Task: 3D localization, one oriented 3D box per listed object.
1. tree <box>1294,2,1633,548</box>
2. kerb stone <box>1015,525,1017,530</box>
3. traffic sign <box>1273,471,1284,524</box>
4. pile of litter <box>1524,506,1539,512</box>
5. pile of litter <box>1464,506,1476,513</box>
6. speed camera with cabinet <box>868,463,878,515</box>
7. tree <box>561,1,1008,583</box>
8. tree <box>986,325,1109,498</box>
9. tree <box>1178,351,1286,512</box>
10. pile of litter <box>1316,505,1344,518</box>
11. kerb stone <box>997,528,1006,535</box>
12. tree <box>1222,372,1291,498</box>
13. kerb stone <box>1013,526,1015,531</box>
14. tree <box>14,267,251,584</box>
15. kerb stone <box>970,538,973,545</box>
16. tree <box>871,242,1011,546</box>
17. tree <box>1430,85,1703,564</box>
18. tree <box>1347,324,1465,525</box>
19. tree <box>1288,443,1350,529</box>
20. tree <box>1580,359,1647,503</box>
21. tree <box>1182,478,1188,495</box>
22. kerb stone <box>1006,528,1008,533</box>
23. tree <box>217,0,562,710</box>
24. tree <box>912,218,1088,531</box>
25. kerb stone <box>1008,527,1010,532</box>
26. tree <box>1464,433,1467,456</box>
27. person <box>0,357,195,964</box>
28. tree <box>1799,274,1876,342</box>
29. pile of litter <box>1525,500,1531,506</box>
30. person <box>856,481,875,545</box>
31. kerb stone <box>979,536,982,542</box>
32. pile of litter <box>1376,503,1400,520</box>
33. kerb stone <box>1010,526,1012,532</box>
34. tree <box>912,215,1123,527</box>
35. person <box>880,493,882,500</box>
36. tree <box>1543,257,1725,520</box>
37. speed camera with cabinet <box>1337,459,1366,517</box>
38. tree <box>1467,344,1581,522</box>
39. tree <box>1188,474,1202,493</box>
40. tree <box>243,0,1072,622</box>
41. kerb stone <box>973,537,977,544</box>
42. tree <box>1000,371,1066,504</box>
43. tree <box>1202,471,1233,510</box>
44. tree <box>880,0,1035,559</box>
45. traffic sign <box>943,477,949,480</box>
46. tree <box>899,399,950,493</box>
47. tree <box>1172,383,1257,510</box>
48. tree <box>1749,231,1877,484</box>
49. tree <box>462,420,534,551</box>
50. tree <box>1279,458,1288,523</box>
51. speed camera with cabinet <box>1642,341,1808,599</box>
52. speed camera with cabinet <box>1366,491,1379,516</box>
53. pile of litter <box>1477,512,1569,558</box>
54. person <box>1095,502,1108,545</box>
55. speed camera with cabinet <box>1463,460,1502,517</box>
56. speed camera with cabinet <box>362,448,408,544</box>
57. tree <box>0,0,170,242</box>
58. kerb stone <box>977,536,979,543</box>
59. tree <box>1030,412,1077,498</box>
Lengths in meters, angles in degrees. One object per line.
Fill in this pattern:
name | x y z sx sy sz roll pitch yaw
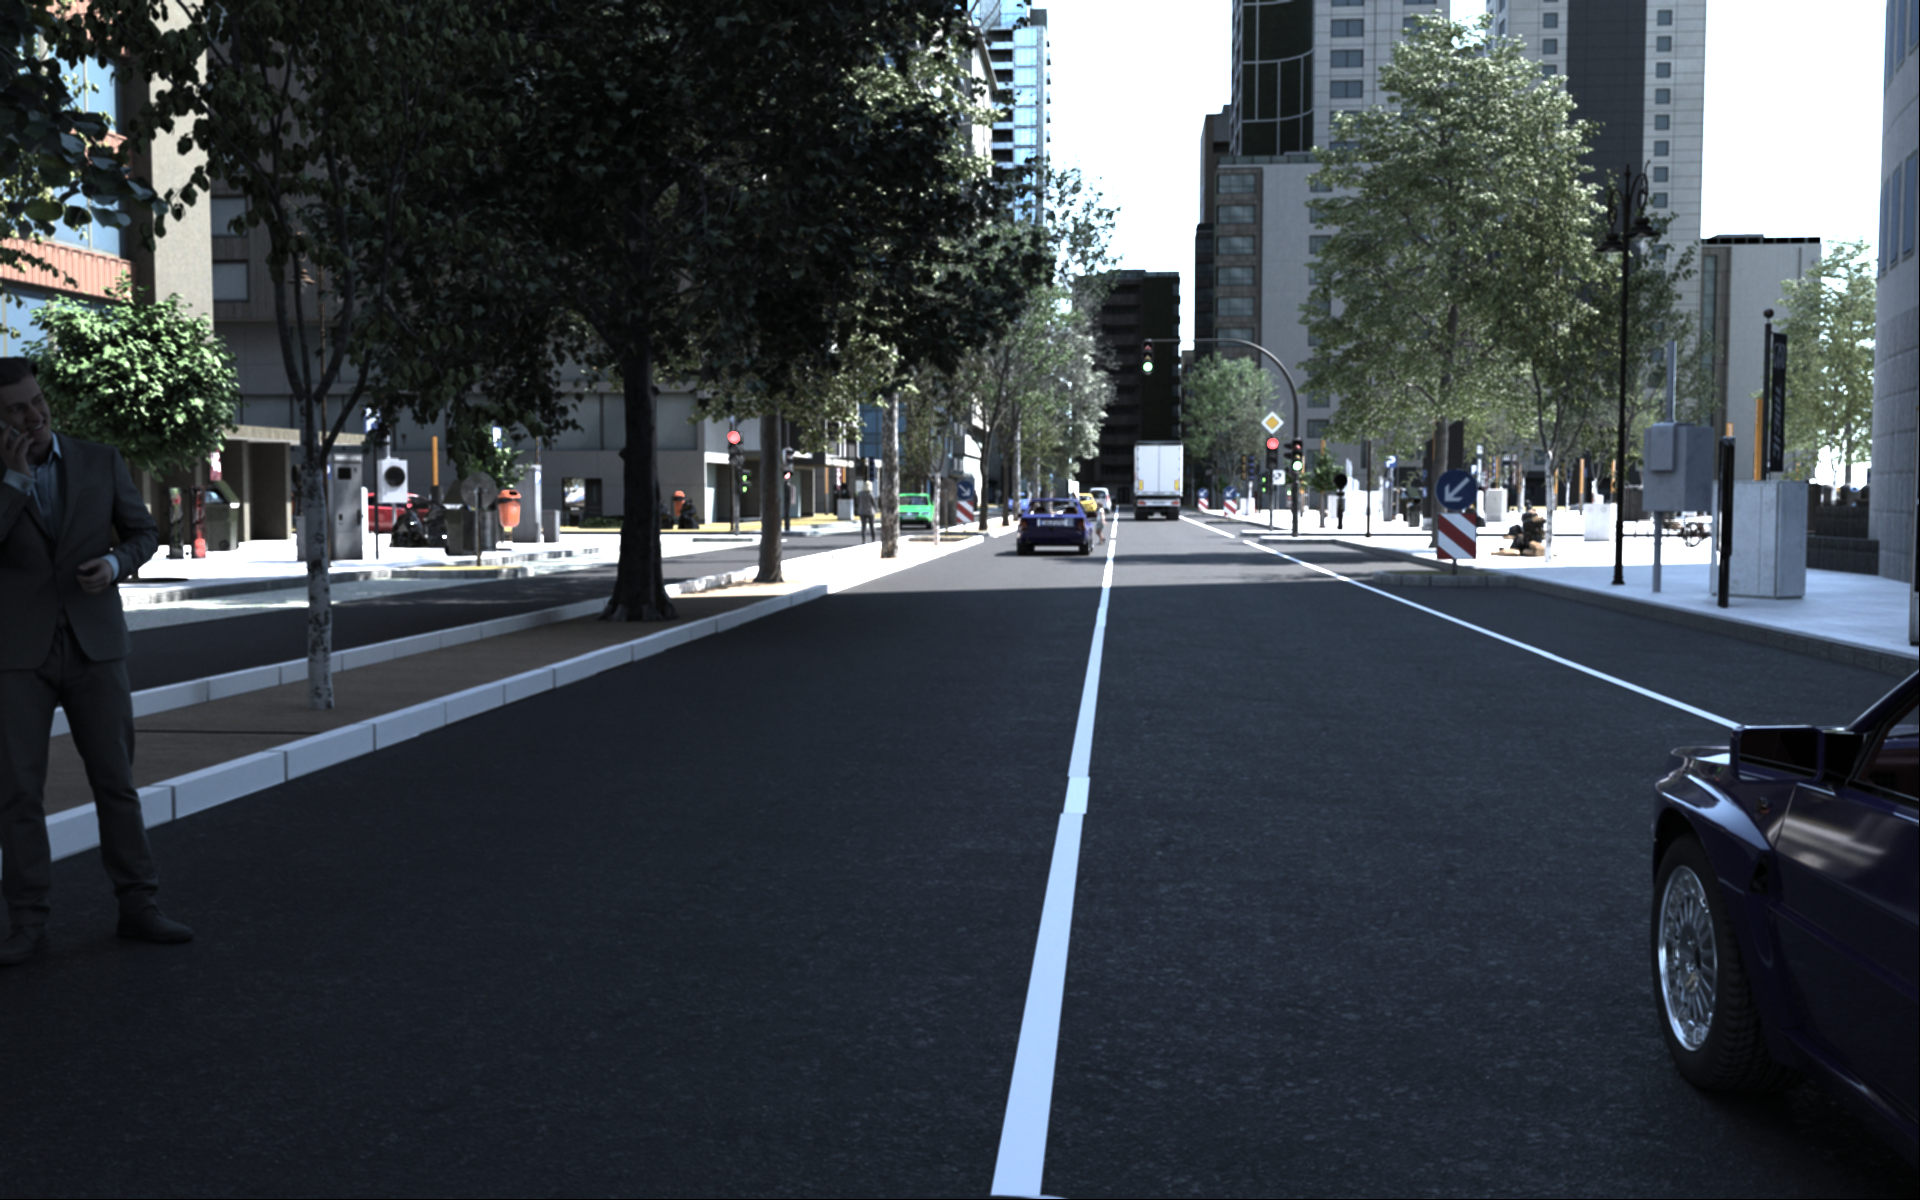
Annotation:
tree | 11.761 -7.493 40.631 7.486 12.596 7.792 0 3 0
kerb stone | 2.034 -2.794 67.879 0.120 0.150 1.000 0 4 5
traffic sign | 13.665 -4.430 74.556 0.606 2.300 0.079 1 4 15
pile of litter | 15.999 -2.112 48.499 1.719 0.858 1.176 2 4 29
pile of litter | 19.403 -3.199 66.262 1.719 0.858 1.176 1 4 12
speed camera with cabinet | -5.778 -7.018 109.076 0.660 3.252 2.038 -2 4 -25
tree | -3.142 -6.576 28.105 7.486 12.596 7.792 0 3 0
tree | 5.860 -12.871 119.555 9.857 13.997 8.962 0 3 0
tree | 19.577 -12.176 124.839 9.928 11.665 9.643 0 3 0
pile of litter | 20.008 -4.871 93.607 1.719 0.858 1.176 -1 4 -11
kerb stone | 1.470 -2.419 61.748 0.120 0.150 1.000 0 4 5
tree | 17.826 -9.488 105.494 4.360 8.622 3.978 0 3 0
kerb stone | 1.942 -2.729 66.861 0.120 0.150 1.000 0 4 5
tree | -12.163 -2.548 25.376 4.285 4.588 4.351 0 3 0
kerb stone | 0.198 -1.574 47.985 0.120 0.150 1.000 0 4 5
tree | -0.642 -5.791 47.497 4.360 8.622 3.978 0 3 0
tree | 10.906 -4.965 31.535 4.737 8.622 4.395 0 3 0
tree | 17.473 -7.377 70.983 4.360 8.622 3.978 0 3 0
tree | 13.502 -4.279 64.564 1.663 3.219 1.824 0 3 0
tree | 33.097 -8.521 89.676 4.360 8.622 3.978 0 3 0
tree | 25.821 -12.649 201.418 1.663 3.219 1.824 0 3 0
kerb stone | 1.571 -2.474 62.773 0.120 0.150 1.000 0 4 5
tree | -4.230 -3.559 11.014 4.737 8.622 4.395 0 3 0
tree | 0.970 -8.335 64.485 9.928 11.665 9.643 0 3 0
kerb stone | 1.652 -2.544 63.792 0.120 0.150 1.000 0 4 5
tree | 24.899 -8.674 92.188 4.360 8.622 3.978 0 3 0
person | -2.761 0.179 5.373 0.655 1.846 0.447 -2 4 -35
tree | 29.745 -6.642 58.951 4.737 8.622 4.395 0 3 0
pile of litter | 43.093 -7.135 130.623 1.176 0.858 1.719 1 4 11
person | -2.630 -2.438 48.542 0.537 1.800 0.526 1 4 13
kerb stone | 0.484 -1.754 51.038 0.120 0.150 1.000 0 4 5
pile of litter | 21.263 -4.412 86.097 1.176 0.858 1.719 1 4 16
kerb stone | 1.749 -2.606 64.810 0.120 0.150 1.000 0 4 5
tree | 2.033 -9.976 75.929 12.009 13.543 11.850 0 3 0
person | -3.480 -4.414 80.939 0.520 1.790 0.573 1 4 14
tree | 26.519 -8.195 68.395 7.601 10.594 8.767 2 4 31
speed camera with cabinet | 22.121 -6.359 98.303 0.660 3.252 2.038 3 5 40
tree | 26.035 -7.923 79.906 4.360 8.622 3.978 0 3 0
tree | 23.113 -10.507 166.387 1.663 3.219 1.824 0 3 0
tree | -3.622 -6.117 19.476 9.611 12.733 9.660 0 3 0
kerb stone | 0.297 -1.633 49.002 0.120 0.150 1.000 0 4 5
tree | 4.040 -8.985 99.731 4.737 8.622 4.395 0 3 0
tree | 21.452 -9.062 142.757 1.663 3.219 1.824 0 3 0
tree | -2.682 -11.032 38.726 12.611 20.169 13.585 0 3 0
traffic sign | -1.044 -8.111 132.719 0.768 2.556 0.104 1 4 12
tree | -2.797 -10.860 127.931 4.737 8.622 4.395 0 3 0
tree | 20.082 -12.363 136.541 7.601 10.594 8.767 0 4 -5
tree | 38.670 -9.625 75.503 7.486 12.596 7.792 0 3 0
tree | -10.698 -2.724 39.141 1.663 3.219 1.824 0 3 0
tree | 15.189 -5.114 78.212 1.663 3.219 1.824 0 3 0
speed camera with cabinet | 9.678 -1.688 21.942 0.660 3.252 2.038 -2 4 -28
speed camera with cabinet | 24.015 -6.675 103.476 2.038 3.252 0.660 1 4 21
pile of litter | 11.636 -1.317 35.500 1.176 0.858 1.719 -1 4 -20
person | 4.024 -2.167 48.939 0.382 1.210 0.505 0 4 -7
speed camera with cabinet | 29.460 -6.316 97.605 2.038 3.252 0.660 2 4 26
speed camera with cabinet | -15.211 -3.053 44.250 2.038 3.252 0.660 -3 5 -40
tree | -4.859 -5.773 3.495 9.857 13.997 8.962 0 3 0
kerb stone | 0.385 -1.700 50.020 0.120 0.150 1.000 0 4 5
tree | 6.639 -10.645 126.872 4.360 8.622 3.978 0 3 0
